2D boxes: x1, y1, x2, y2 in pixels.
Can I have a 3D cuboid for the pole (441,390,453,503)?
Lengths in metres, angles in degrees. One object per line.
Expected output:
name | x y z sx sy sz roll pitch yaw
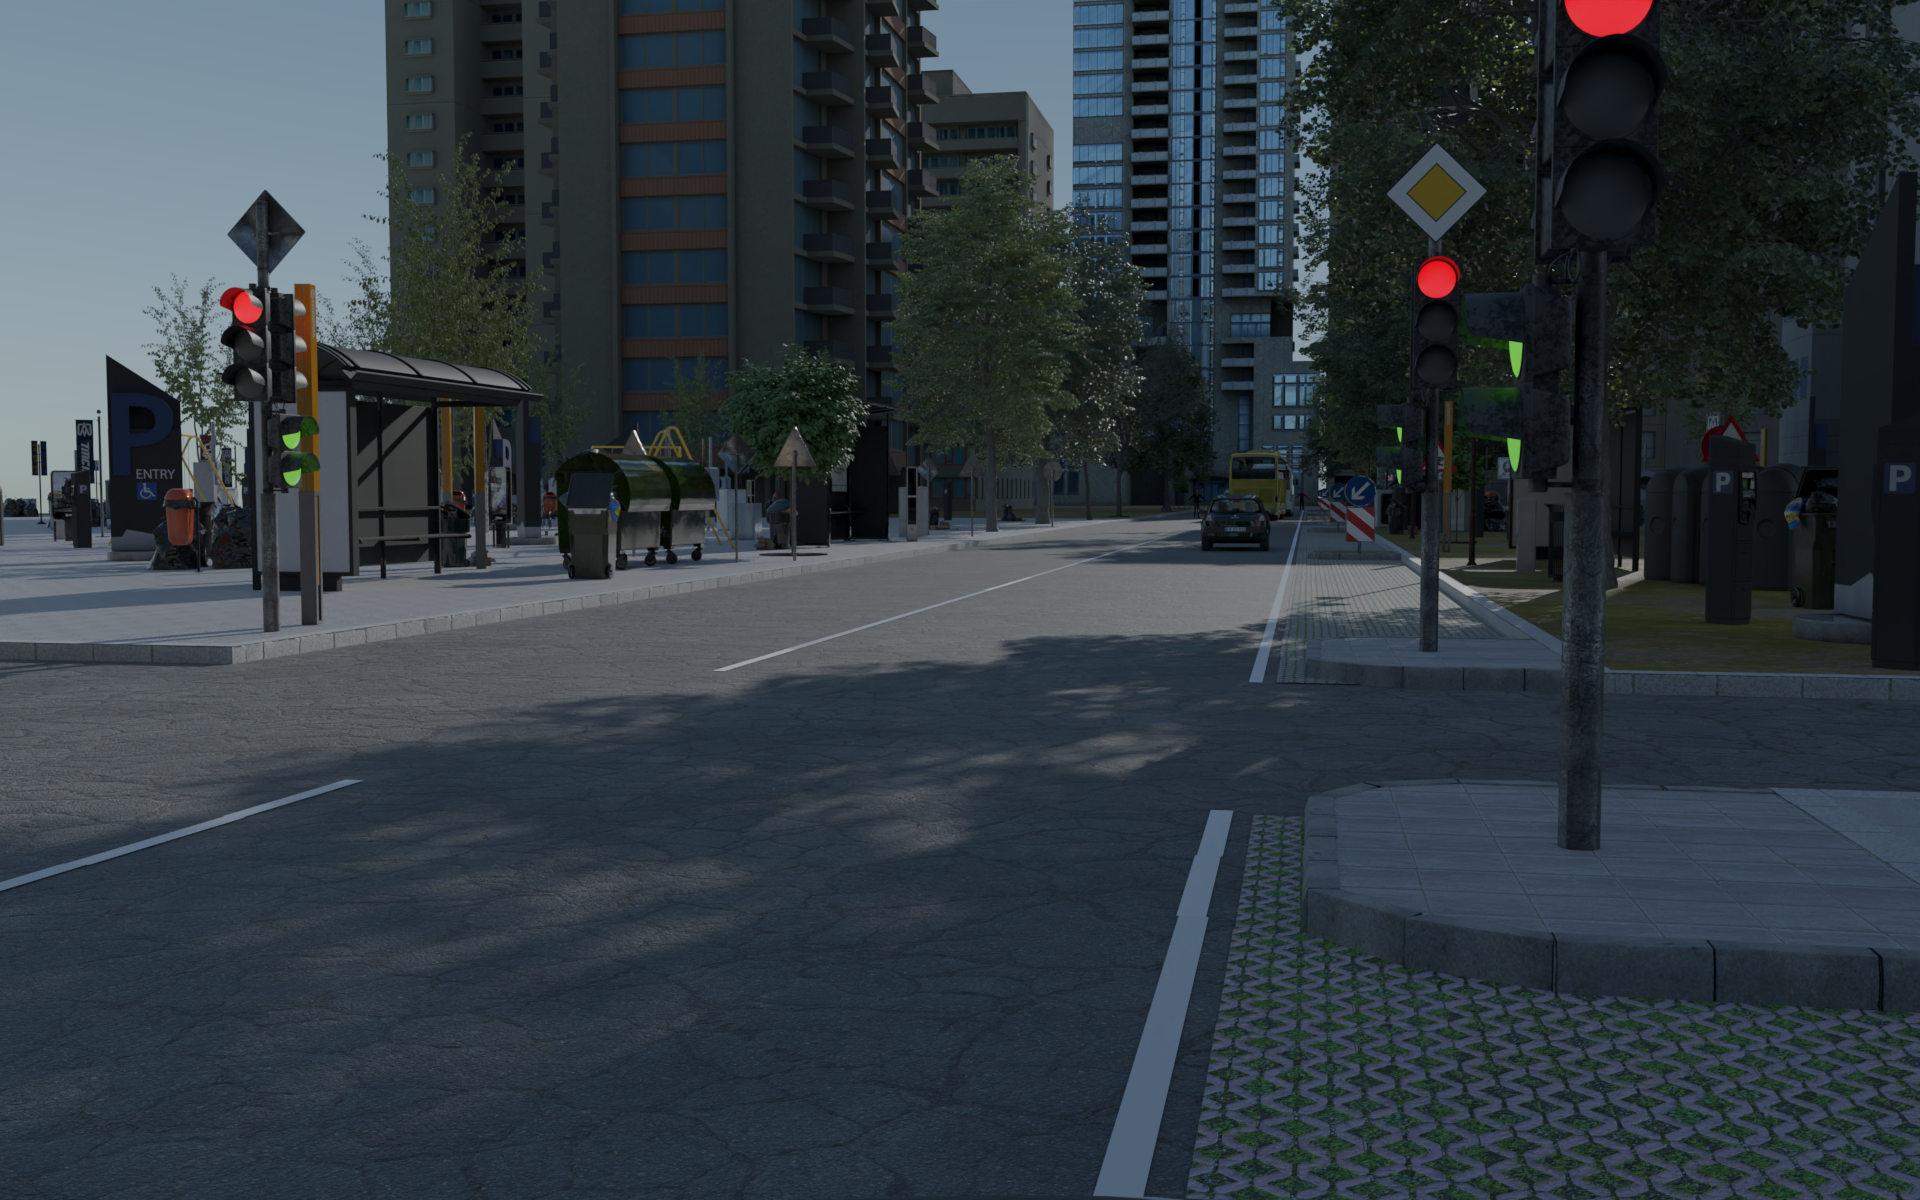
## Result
pole | -9.680 -2.376 32.694 0.158 3.312 0.155 0 3 0

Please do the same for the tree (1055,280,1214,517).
tree | 8.911 -11.405 96.848 12.009 13.543 11.850 0 3 0

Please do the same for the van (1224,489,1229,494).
van | 23.657 -8.774 150.463 2.013 2.044 4.112 1 4 10

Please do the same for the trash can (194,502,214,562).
trash can | -14.443 -1.285 32.664 0.748 1.137 0.748 0 3 0

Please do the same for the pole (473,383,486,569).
pole | -8.214 -2.187 29.604 0.158 3.312 0.155 0 3 0

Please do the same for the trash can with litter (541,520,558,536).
trash can with litter | -12.126 -2.600 53.570 2.233 1.210 1.678 -1 4 -14

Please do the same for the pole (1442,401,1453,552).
pole | 10.733 -2.708 38.112 0.158 3.312 0.155 0 3 0

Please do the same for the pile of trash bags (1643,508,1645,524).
pile of trash bags | 29.698 -3.960 74.499 3.447 1.369 1.912 1 4 15

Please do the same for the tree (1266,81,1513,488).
tree | 19.843 -13.543 77.311 12.611 20.169 13.585 0 3 0

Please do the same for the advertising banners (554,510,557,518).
advertising banners | -22.710 -6.002 94.320 2.074 3.025 0.090 -1 4 -9

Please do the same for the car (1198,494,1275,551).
car | 7.163 -2.149 44.917 2.009 1.686 4.222 1 4 10

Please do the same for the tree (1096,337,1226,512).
tree | 14.975 -12.769 125.775 9.611 12.733 9.660 0 3 0

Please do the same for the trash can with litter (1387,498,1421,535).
trash can with litter | 14.087 -2.661 54.898 1.055 1.170 0.624 1 4 21

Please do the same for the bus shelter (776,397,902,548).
bus shelter | -3.025 -3.254 44.479 1.731 3.624 6.357 1 4 11

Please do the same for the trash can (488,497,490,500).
trash can | -21.544 -4.139 79.327 0.748 1.137 0.748 0 3 0

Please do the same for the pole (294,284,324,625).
pole | -6.364 -1.412 16.925 0.158 3.312 0.155 0 3 0

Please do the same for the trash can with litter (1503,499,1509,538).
trash can with litter | 15.204 -2.151 46.558 1.055 1.170 0.624 0 4 -4

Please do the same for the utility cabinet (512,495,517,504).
utility cabinet | -23.970 -4.980 92.583 0.306 1.237 1.020 -2 4 -30

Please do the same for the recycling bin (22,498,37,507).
recycling bin | -53.181 -5.272 98.743 0.722 1.027 0.722 1 4 18

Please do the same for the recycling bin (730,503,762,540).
recycling bin | -5.991 -2.198 48.497 0.722 1.027 0.722 1 4 11

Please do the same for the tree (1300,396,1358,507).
tree | 35.059 -14.861 153.348 12.009 13.543 11.850 0 3 0

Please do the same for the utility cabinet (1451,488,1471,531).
utility cabinet | 17.094 -3.116 59.620 0.318 1.500 1.173 -1 4 -22

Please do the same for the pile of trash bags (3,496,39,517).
pile of trash bags | -52.989 -5.259 95.739 1.912 1.369 3.447 3 5 43

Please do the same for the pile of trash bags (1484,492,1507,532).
pile of trash bags | 18.800 -3.043 59.501 1.912 1.369 3.447 0 4 -7

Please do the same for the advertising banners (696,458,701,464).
advertising banners | -13.376 -5.386 84.241 0.090 3.025 2.074 3 5 42

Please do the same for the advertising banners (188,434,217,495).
advertising banners | -22.579 -3.313 50.351 0.090 3.025 2.074 3 5 41

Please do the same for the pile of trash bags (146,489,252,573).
pile of trash bags | -12.977 -1.218 29.667 1.912 1.369 3.447 -1 4 -11

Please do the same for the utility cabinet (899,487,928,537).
utility cabinet | -1.403 -2.641 51.864 0.318 1.500 1.173 2 4 31

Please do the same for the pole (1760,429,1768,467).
pole | 25.038 -3.680 54.008 0.158 3.312 0.155 0 3 0

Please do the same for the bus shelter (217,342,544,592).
bus shelter | -8.194 -1.917 25.262 2.014 3.302 5.546 1 4 11

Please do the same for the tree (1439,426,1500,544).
tree | 12.906 -3.089 45.115 1.663 3.219 1.824 0 3 0

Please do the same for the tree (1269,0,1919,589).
tree | 8.674 -7.131 23.240 9.857 13.997 8.962 0 3 0

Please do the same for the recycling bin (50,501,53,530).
recycling bin | -32.215 -3.043 62.300 0.722 1.027 0.722 0 4 -3

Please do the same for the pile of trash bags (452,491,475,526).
pile of trash bags | -14.096 -2.053 43.324 3.447 1.369 1.912 -2 4 -24

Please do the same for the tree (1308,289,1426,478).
tree | 22.772 -10.732 93.603 7.486 12.596 7.792 0 3 0

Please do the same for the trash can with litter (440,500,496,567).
trash can with litter | -8.796 -1.177 30.632 0.624 1.170 1.055 3 5 39

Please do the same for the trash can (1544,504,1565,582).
trash can | 8.926 -0.837 25.332 0.748 1.137 0.748 0 3 0

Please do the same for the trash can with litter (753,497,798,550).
trash can with litter | -4.271 -1.752 40.031 0.624 1.170 1.055 2 4 30

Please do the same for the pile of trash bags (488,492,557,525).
pile of trash bags | -18.147 -3.719 70.564 3.447 1.369 1.912 -2 4 -26

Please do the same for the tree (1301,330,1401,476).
tree | 24.206 -10.844 103.061 9.928 11.665 9.643 0 3 0

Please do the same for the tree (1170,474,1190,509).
tree | 18.867 -9.493 149.804 1.663 3.219 1.824 0 3 0

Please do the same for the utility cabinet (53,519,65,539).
utility cabinet | -25.556 -2.491 49.402 0.318 1.500 1.173 -1 4 -14

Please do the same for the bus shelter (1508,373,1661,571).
bus shelter | 11.052 -2.288 31.333 2.014 3.302 5.546 1 4 11

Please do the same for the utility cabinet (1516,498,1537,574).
utility cabinet | 9.272 -1.053 28.384 0.306 1.237 1.020 1 4 17

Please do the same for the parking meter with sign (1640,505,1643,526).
parking meter with sign | 26.631 -4.498 69.806 1.738 3.016 0.543 3 5 42

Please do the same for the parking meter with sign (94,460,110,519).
parking meter with sign | -43.497 -5.671 88.989 1.738 3.016 0.543 0 4 -6

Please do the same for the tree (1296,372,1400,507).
tree | 28.652 -12.596 122.952 9.611 12.733 9.660 0 3 0

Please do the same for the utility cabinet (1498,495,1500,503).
utility cabinet | 23.579 -4.051 77.402 1.020 1.237 0.306 0 4 7

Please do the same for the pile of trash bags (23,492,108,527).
pile of trash bags | -34.400 -3.501 66.989 1.912 1.369 3.447 0 4 -7

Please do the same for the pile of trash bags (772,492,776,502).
pile of trash bags | -5.250 -3.312 63.910 3.447 1.369 1.912 1 4 9
